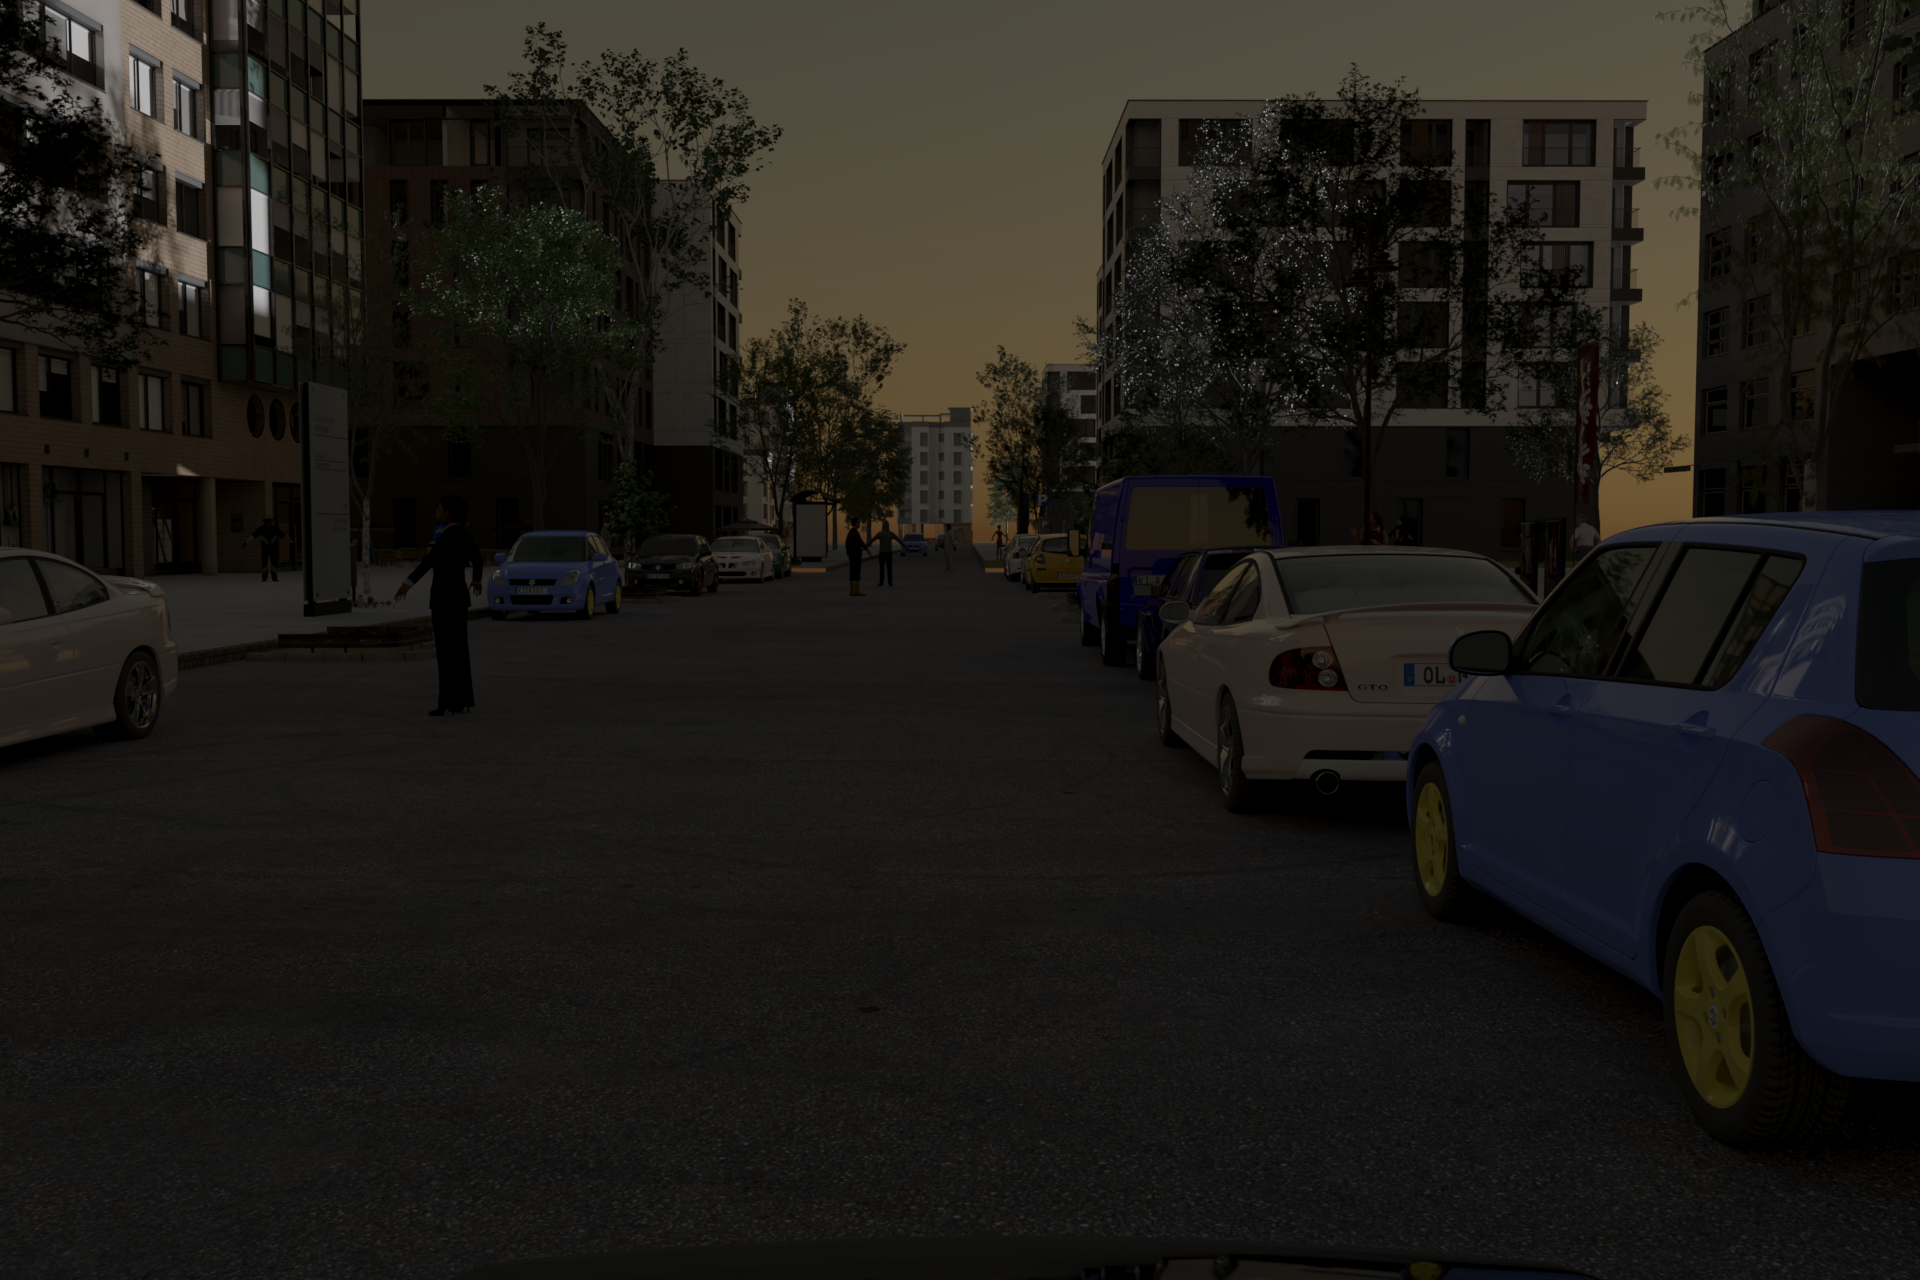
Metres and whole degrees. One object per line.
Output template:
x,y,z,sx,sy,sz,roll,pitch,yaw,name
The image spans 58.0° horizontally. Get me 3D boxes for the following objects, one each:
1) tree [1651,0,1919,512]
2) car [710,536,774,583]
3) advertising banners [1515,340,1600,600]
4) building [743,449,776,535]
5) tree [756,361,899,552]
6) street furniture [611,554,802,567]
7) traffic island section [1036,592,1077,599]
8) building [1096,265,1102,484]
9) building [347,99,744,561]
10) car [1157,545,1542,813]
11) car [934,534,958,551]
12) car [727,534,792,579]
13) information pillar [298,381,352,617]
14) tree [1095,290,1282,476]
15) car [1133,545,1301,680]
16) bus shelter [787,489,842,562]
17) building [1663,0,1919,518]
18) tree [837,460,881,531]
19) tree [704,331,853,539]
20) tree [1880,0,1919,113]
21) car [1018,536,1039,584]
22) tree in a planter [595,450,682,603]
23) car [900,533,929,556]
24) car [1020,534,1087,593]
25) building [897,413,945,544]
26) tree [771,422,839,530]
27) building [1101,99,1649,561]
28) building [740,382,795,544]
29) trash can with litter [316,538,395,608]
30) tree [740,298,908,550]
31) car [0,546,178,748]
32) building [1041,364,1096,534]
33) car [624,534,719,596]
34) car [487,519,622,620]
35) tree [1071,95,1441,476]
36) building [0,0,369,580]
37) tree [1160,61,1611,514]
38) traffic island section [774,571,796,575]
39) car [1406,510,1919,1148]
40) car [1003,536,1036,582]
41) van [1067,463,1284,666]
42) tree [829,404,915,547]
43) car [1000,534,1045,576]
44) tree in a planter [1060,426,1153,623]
8.675,-4.136,17.978,4.360,8.622,3.978,0,3,0,tree
-6.658,-2.418,51.899,2.083,1.381,4.827,0,3,0,car
5.748,-1.256,16.729,0.090,3.025,2.074,0,4,0,advertising banners
-24.147,-14.843,184.836,9.099,9.664,28.070,0,4,-1,building
-9.326,-12.923,121.657,12.009,13.543,11.850,0,3,0,tree
-11.527,-3.247,68.711,10.072,0.657,5.734,2,4,30,street furniture
2.729,-0.994,39.120,1.991,0.108,1.994,0,4,0,traffic island section
24.665,-18.048,139.064,27.936,21.610,32.646,0,3,0,building
-28.269,-15.538,98.021,27.936,21.610,32.646,0,3,0,building
2.284,0.128,10.272,2.083,1.381,4.827,0,3,0,car
-1.221,-8.379,148.793,2.131,1.459,4.920,0,3,0,car
-6.592,-2.763,56.974,2.131,1.459,4.920,0,3,0,car
-10.078,-2.215,27.528,0.184,3.620,1.656,0,4,0,information pillar
8.560,-7.929,64.055,7.601,10.594,8.767,-2,4,-25,tree
2.605,-0.201,15.866,1.945,1.354,3.894,0,4,0,car
-6.792,-5.351,81.413,2.014,3.302,5.546,0,4,1,bus shelter
28.707,-13.843,44.743,11.959,24.771,22.079,0,4,0,building
-9.627,-12.813,159.859,4.737,8.622,4.395,0,3,0,tree
-9.383,-10.023,89.636,9.928,11.665,9.643,0,3,0,tree
8.497,-6.184,7.764,9.857,13.997,8.962,0,3,0,tree
2.649,-2.201,47.995,2.014,1.417,4.499,0,4,-1,car
-6.986,-2.418,36.763,1.991,3.239,1.994,0,4,1,tree in a planter
-2.987,-6.310,112.754,1.945,1.707,3.694,0,3,0,car
2.535,-2.019,43.227,2.015,1.641,3.980,0,4,-1,car
-9.254,-24.700,262.715,11.380,20.090,16.016,0,4,6,building
-9.112,-9.628,107.777,4.360,8.622,3.978,0,3,0,tree
21.737,-15.548,98.192,27.936,21.610,32.646,0,4,0,building
-26.970,-22.019,216.436,16.016,20.090,11.380,0,4,1,building
-10.741,-1.227,31.114,1.678,1.210,2.233,0,4,-1,trash can with litter
-10.921,-17.328,139.207,12.611,20.169,13.585,0,3,0,tree
-6.624,0.098,10.752,2.083,1.381,4.827,0,3,0,car
24.343,-23.273,224.494,27.936,21.610,32.646,0,4,0,building
-6.824,-1.922,41.204,2.009,1.686,4.222,0,4,0,car
-7.009,-1.254,30.091,1.945,1.707,3.694,0,4,0,car
8.301,-8.511,49.523,12.009,13.543,11.850,0,3,0,tree
-32.706,-14.459,42.971,21.656,26.213,47.522,0,4,1,building
8.175,-6.068,33.623,8.767,10.594,7.601,0,4,5,tree
-6.873,-2.382,61.806,1.991,0.108,1.994,0,4,0,traffic island section
2.585,0.260,5.347,1.945,1.707,3.694,0,4,-1,car
2.380,-2.514,53.470,2.083,1.381,4.827,0,4,0,car
2.479,-0.983,20.453,2.240,2.365,5.245,0,4,-1,van
-9.076,-16.185,171.284,9.857,13.997,8.962,0,3,0,tree
2.443,-2.852,58.431,2.131,1.459,4.920,0,4,-1,car
2.664,-1.919,28.595,1.991,3.239,1.994,0,4,1,tree in a planter
